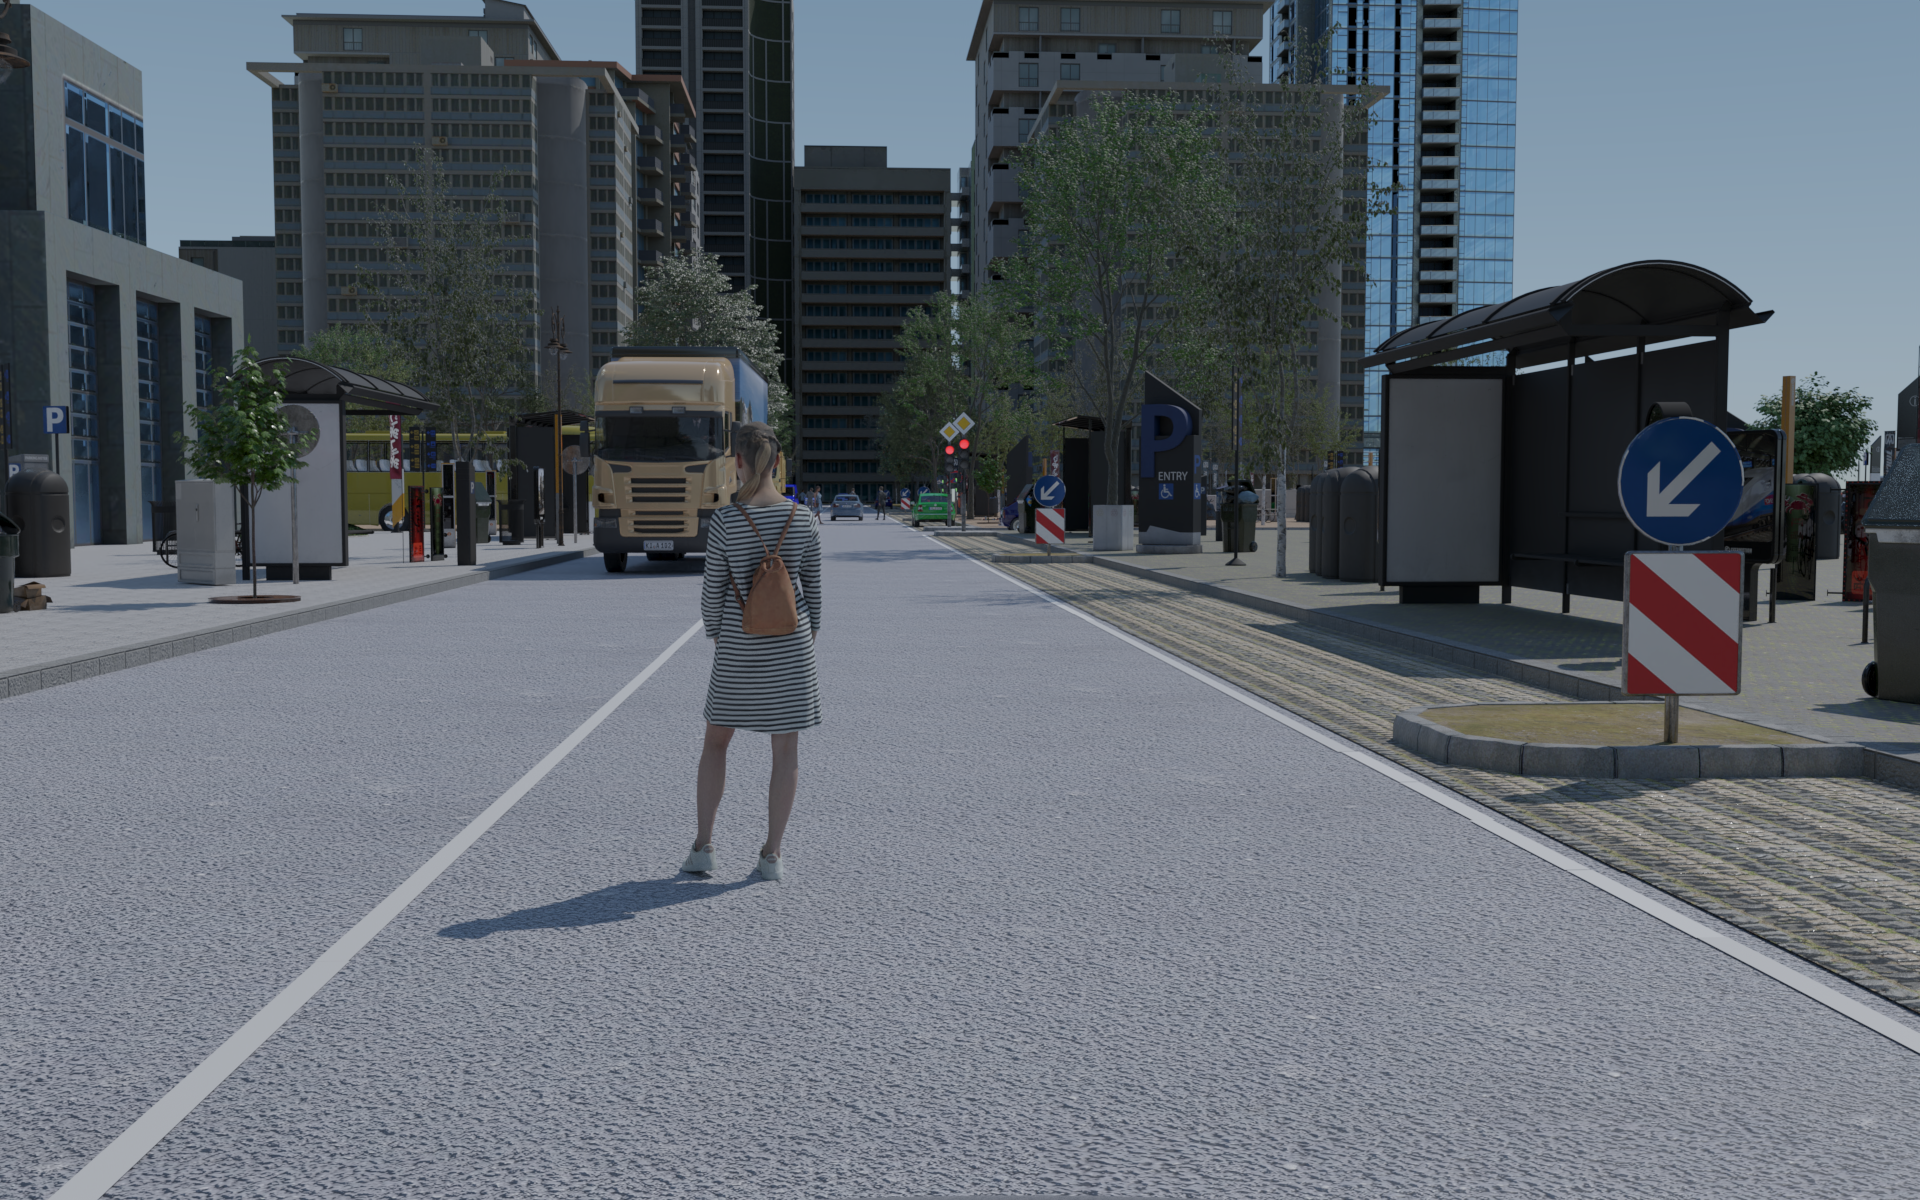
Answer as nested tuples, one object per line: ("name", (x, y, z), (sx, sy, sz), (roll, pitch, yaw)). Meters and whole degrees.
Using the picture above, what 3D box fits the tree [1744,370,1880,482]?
("tree", (22.580, -3.813, 46.057), (4.285, 4.588, 4.351), (0, 3, 0))

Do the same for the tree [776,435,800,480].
("tree", (-20.837, -15.372, 201.686), (4.360, 8.622, 3.978), (0, 3, 0))

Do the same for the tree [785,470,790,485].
("tree", (-20.059, -12.483, 187.816), (4.285, 4.588, 4.351), (0, 3, 0))

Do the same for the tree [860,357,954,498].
("tree", (-3.898, -14.974, 155.199), (12.009, 13.543, 11.850), (0, 3, 0))

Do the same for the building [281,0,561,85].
("building", (-58.321, -36.884, 192.288), (27.495, 52.752, 28.713), (0, 4, -4))

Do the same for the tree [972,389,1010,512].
("tree", (2.688, -10.452, 121.258), (4.737, 8.622, 4.395), (0, 3, 0))

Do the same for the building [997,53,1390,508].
("building", (19.592, -28.458, 157.176), (32.217, 40.220, 23.993), (0, 4, -4))

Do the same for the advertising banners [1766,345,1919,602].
("advertising banners", (10.736, -1.488, 20.525), (2.074, 3.025, 0.090), (1, 4, 23))

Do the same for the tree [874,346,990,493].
("tree", (-2.111, -13.233, 133.374), (9.611, 12.733, 9.660), (0, 3, 0))

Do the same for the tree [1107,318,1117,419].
("tree", (7.384, -6.452, 55.848), (4.360, 8.622, 3.978), (0, 3, 0))

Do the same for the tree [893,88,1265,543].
("tree", (4.011, -7.286, 44.881), (9.928, 11.665, 9.643), (0, 3, 0))

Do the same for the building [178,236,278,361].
("building", (-79.539, -26.099, 198.424), (14.107, 30.474, 14.160), (0, 4, -4))

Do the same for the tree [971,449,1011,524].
("tree", (1.377, -4.922, 75.082), (1.663, 3.219, 1.824), (0, 3, 0))

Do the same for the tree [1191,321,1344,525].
("tree", (12.286, -7.378, 70.996), (4.737, 8.622, 4.395), (0, 3, 0))

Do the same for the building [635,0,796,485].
("building", (-33.374, -49.050, 240.218), (20.611, 71.187, 20.563), (0, 4, -4))

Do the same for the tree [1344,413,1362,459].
("tree", (23.816, -9.956, 113.150), (4.737, 8.622, 4.395), (0, 3, 0))

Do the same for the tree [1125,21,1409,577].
("tree", (4.749, -4.666, 26.654), (4.360, 8.622, 3.978), (0, 3, 0))

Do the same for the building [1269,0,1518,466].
("building", (50.444, -54.370, 201.613), (31.000, 86.520, 22.319), (0, 4, -4))

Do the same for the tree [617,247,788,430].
("tree", (-13.075, -11.168, 89.259), (9.857, 13.997, 8.962), (0, 3, 0))

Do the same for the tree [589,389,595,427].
("tree", (-21.955, -8.919, 96.195), (4.360, 8.622, 3.978), (0, 3, 0))

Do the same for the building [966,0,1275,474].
("building", (15.923, -36.281, 182.424), (28.713, 52.752, 27.495), (0, 4, -4))

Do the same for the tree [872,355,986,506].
("tree", (-1.717, -10.834, 111.553), (7.601, 10.594, 8.767), (1, 4, 19))

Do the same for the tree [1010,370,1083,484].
("tree", (5.460, -9.340, 103.067), (4.737, 8.622, 4.395), (0, 3, 0))

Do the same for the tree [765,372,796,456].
("tree", (-17.445, -13.222, 141.935), (9.928, 11.665, 9.643), (0, 3, 0))

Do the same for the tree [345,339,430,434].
("tree", (-26.791, -7.971, 80.682), (4.737, 8.622, 4.395), (0, 3, 0))

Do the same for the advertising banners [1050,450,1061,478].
("advertising banners", (4.274, -4.380, 67.806), (0.090, 3.025, 2.074), (-3, 5, -43))

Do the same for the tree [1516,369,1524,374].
("tree", (26.296, -8.370, 87.218), (4.737, 8.622, 4.395), (0, 3, 0))

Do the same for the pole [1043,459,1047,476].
("pole", (4.850, -6.449, 99.290), (0.158, 3.312, 0.155), (0, 3, 0))

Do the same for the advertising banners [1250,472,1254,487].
("advertising banners", (23.951, -8.751, 139.269), (2.074, 3.025, 0.090), (-3, 5, -42))

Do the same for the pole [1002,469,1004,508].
("pole", (3.512, -9.066, 142.067), (0.158, 3.312, 0.155), (0, 3, 0))

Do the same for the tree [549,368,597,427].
("tree", (-21.034, -9.257, 101.715), (4.737, 8.622, 4.395), (0, 3, 0))

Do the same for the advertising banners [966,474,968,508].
("advertising banners", (0.411, -5.868, 92.125), (0.090, 3.025, 2.074), (0, 4, 4))

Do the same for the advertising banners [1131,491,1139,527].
("advertising banners", (7.500, -4.350, 67.310), (2.074, 3.025, 0.090), (-1, 4, -14))

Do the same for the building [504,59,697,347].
("building", (-38.707, -32.002, 177.860), (22.147, 44.769, 28.867), (0, 4, -4))

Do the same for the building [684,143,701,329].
("building", (-37.401, -31.661, 201.259), (14.086, 41.232, 14.154), (0, 4, -4))

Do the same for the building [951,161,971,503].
("building", (13.505, -38.350, 246.630), (30.456, 49.044, 23.786), (0, 4, -4))

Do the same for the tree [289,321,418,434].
("tree", (-36.440, -10.857, 103.270), (9.928, 11.665, 9.643), (0, 3, 0))

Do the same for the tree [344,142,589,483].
("tree", (-10.578, -5.260, 36.356), (4.360, 8.622, 3.978), (0, 3, 0))

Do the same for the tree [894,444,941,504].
("tree", (-2.861, -11.783, 143.012), (4.737, 8.622, 4.395), (0, 3, 0))

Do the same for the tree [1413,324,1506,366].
("tree", (20.104, -7.497, 72.933), (4.737, 8.622, 4.395), (0, 3, 0))

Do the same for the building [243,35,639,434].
("building", (-41.734, -28.102, 151.354), (32.217, 40.220, 23.993), (0, 4, -4))

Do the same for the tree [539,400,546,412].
("tree", (-29.780, -10.735, 125.878), (4.737, 8.622, 4.395), (0, 3, 0))

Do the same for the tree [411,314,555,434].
("tree", (-23.931, -9.384, 87.842), (7.601, 10.594, 8.767), (0, 4, -2))

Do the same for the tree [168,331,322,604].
("tree", (-8.350, -1.596, 20.695), (1.663, 3.219, 1.824), (0, 3, 0))

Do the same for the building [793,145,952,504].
("building", (-12.422, -37.931, 243.877), (21.600, 48.544, 21.300), (0, 4, -4))

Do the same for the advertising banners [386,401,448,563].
("advertising banners", (-10.194, -2.220, 32.477), (0.090, 3.025, 2.074), (1, 4, 13))

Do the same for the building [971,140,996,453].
("building", (8.203, -31.771, 203.054), (14.154, 41.232, 14.086), (0, 4, -4))

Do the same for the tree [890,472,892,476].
("tree", (-7.817, -16.345, 217.610), (4.737, 8.622, 4.395), (0, 3, 0))

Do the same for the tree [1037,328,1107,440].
("tree", (5.645, -7.410, 71.509), (4.360, 8.622, 3.978), (0, 3, 0))

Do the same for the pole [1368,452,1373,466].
("pole", (19.986, -5.538, 84.383), (0.158, 3.312, 0.155), (0, 3, 0))

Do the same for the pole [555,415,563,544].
("pole", (-10.303, -3.099, 44.512), (0.158, 3.312, 0.155), (0, 3, 0))

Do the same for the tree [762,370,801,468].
("tree", (-18.227, -14.571, 156.368), (7.486, 12.596, 7.792), (0, 3, 0))

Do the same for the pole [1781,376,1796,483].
("pole", (14.290, -2.208, 29.946), (0.158, 3.312, 0.155), (0, 3, 0))
